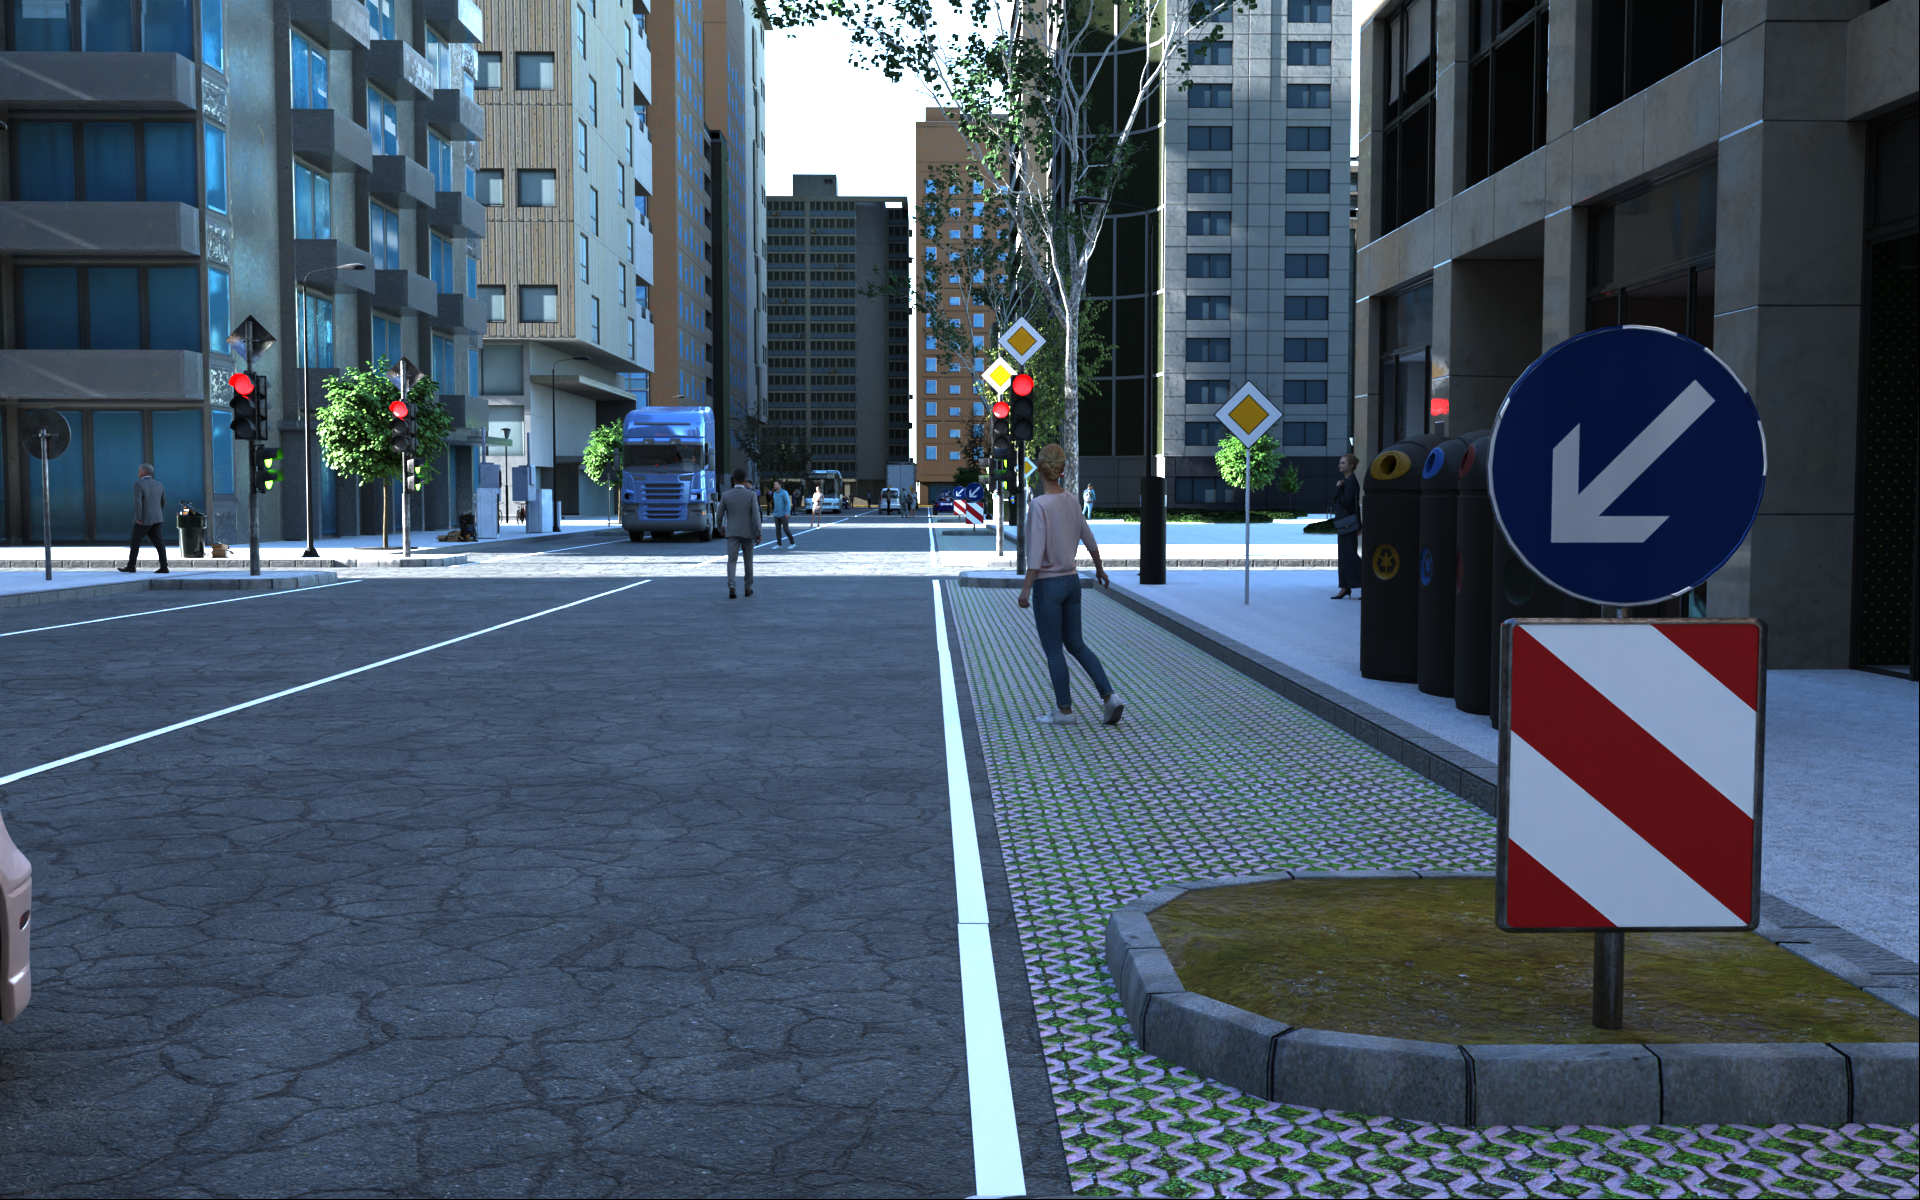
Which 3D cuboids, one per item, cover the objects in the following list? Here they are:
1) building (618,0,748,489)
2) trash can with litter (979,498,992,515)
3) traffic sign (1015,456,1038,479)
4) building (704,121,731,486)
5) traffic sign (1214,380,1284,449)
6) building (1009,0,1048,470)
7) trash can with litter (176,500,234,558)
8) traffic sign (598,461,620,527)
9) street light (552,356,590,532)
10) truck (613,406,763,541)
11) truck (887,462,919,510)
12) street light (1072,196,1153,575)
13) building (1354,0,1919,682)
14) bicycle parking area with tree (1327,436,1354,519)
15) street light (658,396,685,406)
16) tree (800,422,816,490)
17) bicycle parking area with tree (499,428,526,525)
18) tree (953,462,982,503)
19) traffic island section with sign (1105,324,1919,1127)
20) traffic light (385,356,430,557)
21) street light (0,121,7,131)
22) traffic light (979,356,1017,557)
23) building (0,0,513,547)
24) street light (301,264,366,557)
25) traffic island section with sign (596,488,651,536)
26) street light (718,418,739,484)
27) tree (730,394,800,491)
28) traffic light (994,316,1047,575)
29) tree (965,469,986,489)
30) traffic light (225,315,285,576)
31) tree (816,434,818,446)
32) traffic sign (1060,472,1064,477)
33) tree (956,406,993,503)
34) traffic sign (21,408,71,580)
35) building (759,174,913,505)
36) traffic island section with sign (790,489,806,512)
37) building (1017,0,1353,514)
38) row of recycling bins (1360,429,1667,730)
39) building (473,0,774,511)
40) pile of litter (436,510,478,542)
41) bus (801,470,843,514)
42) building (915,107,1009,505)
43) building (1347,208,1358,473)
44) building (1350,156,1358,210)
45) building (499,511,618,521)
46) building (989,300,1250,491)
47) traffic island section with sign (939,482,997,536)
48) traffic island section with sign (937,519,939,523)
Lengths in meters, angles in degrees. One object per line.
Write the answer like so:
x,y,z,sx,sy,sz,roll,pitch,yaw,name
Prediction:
-25.641,-30.316,145.777,14.600,45.320,14.200,0,4,-1,building
1.718,-5.966,108.930,1.055,1.170,0.624,3,5,43,trash can with litter
2.308,-3.679,59.881,0.795,2.593,0.064,0,4,3,traffic sign
-25.285,-22.001,131.420,14.160,30.474,14.107,0,4,-1,building
3.352,-1.243,20.050,0.795,2.593,0.064,0,4,7,traffic sign
15.187,-31.754,142.886,21.300,48.544,21.600,0,4,-1,building
-15.190,-1.435,34.848,1.055,1.170,0.624,-1,4,-13,trash can with litter
-13.792,-4.160,68.013,0.884,2.594,0.081,1,4,8,traffic sign
-13.165,-5.259,58.524,1.470,5.913,1.316,0,4,-1,street light
-8.836,-4.238,59.054,2.967,4.110,18.799,0,4,-1,truck
-5.227,-10.298,157.290,2.839,4.237,11.283,0,4,0,truck
2.442,-3.344,27.219,1.470,5.913,1.316,0,4,-1,street light
15.458,-12.375,6.850,19.350,26.468,34.151,0,4,-1,building
21.965,-6.014,85.334,8.231,4.147,9.016,1,4,19,bicycle parking area with tree
-13.659,-6.680,81.757,1.470,5.913,1.316,0,4,-1,street light
-16.219,-12.707,158.129,4.360,8.622,3.978,0,3,0,tree
-22.345,-5.380,74.961,8.231,4.147,9.016,0,4,-1,bicycle parking area with tree
0.871,-11.679,174.666,4.285,4.588,4.351,0,3,0,tree
1.447,0.231,4.845,1.989,1.847,2.006,0,4,-1,traffic island section with sign
-11.254,-2.830,35.186,0.839,4.253,0.868,0,4,-1,traffic light
-12.524,-3.002,21.620,1.470,5.913,1.316,0,4,-1,street light
0.805,-2.845,35.432,0.839,4.253,0.868,0,4,-1,traffic light
-28.144,-26.547,53.652,23.786,49.044,30.456,0,4,-1,building
-12.663,-3.823,35.051,1.470,5.913,1.316,0,4,-1,street light
-11.443,-3.137,59.925,1.989,1.847,2.006,0,4,-1,traffic island section with sign
-14.103,-8.110,105.142,1.470,5.913,1.316,0,4,-1,street light
-15.013,-10.873,128.136,4.360,8.622,3.978,0,3,0,tree
0.957,-2.356,27.448,0.839,4.253,0.868,0,4,-1,traffic light
1.415,-8.383,131.663,1.663,3.219,1.824,0,3,0,tree
-11.102,-2.341,27.203,0.839,4.253,0.868,0,4,-1,traffic light
-16.378,-13.771,175.525,4.360,8.622,3.978,0,3,0,tree
2.858,-3.248,53.108,0.884,2.594,0.081,0,4,0,traffic sign
1.574,-11.830,143.778,4.360,8.622,3.978,0,3,0,tree
-13.570,-1.566,25.715,0.768,2.556,0.104,0,4,4,traffic sign
-17.823,-31.871,212.966,23.993,40.220,32.217,0,4,-1,building
-12.933,-7.894,137.690,1.989,1.847,2.006,0,4,-1,traffic island section with sign
14.803,-41.757,120.971,20.563,71.187,20.611,0,4,-1,building
3.338,-0.220,10.717,1.069,1.692,3.534,0,4,-2,row of recycling bins
-32.976,-35.397,167.981,27.495,52.752,28.713,0,4,-1,building
-13.564,-2.006,46.770,1.176,0.858,1.719,0,4,-2,pile of litter
-10.196,-8.254,129.817,2.948,3.499,13.247,0,4,-3,bus
1.935,-33.864,203.794,14.200,45.320,14.600,0,4,-1,building
42.952,-24.840,177.829,14.107,30.474,14.160,0,4,-1,building
45.105,-31.843,204.233,14.086,41.232,14.154,0,4,-1,building
-31.799,-30.834,93.382,28.713,52.752,27.495,0,4,-1,building
17.192,-19.811,168.956,27.650,21.520,28.899,0,4,-1,building
0.378,-3.151,60.141,1.989,1.847,2.006,0,4,-1,traffic island section with sign
-0.138,-4.799,87.091,1.989,1.847,2.006,0,4,-1,traffic island section with sign
